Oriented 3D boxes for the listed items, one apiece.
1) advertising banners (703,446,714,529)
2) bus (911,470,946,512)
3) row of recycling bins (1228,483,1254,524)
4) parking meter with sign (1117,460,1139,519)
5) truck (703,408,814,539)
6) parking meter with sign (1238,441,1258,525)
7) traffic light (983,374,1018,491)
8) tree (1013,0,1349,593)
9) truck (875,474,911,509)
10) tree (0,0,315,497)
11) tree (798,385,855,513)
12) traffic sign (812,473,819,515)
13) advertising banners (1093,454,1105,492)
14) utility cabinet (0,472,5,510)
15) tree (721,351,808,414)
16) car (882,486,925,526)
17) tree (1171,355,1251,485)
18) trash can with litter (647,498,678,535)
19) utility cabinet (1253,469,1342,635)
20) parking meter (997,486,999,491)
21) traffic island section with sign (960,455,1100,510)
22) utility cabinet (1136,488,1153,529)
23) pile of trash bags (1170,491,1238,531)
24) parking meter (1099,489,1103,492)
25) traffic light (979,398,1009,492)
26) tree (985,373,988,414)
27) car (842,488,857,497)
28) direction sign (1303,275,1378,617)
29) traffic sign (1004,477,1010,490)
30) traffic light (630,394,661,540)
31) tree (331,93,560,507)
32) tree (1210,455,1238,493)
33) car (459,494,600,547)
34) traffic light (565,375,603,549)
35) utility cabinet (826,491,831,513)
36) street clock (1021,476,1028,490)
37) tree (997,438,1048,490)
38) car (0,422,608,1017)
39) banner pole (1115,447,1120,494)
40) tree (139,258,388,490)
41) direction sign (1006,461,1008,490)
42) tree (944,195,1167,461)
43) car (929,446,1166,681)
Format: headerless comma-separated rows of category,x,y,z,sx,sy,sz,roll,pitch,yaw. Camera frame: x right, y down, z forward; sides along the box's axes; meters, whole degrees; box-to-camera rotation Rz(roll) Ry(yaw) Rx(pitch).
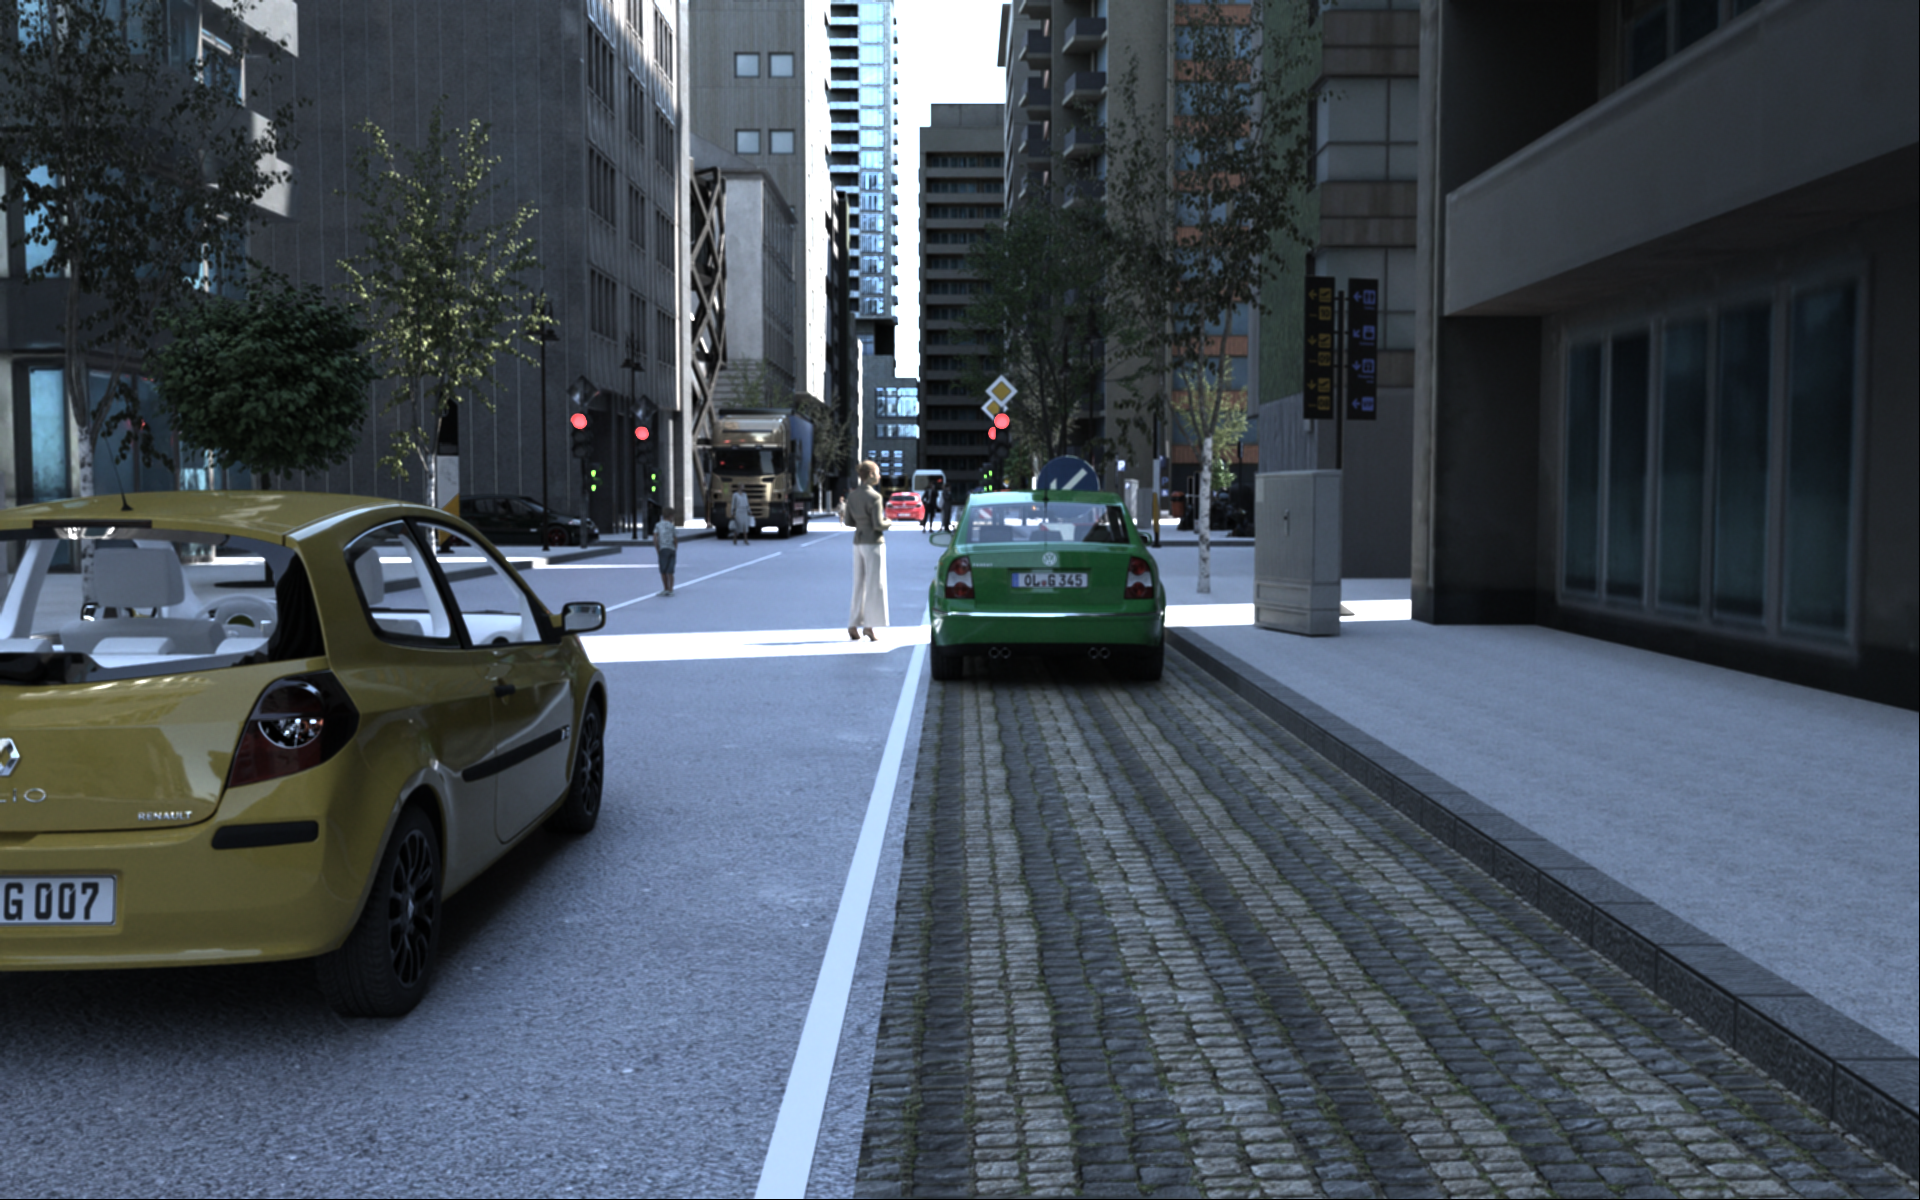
advertising banners,-9.380,-4.173,64.413,0.090,3.025,2.074,0,4,1
bus,-2.512,-8.841,139.411,2.948,3.499,13.247,0,4,-1
row of recycling bins,11.225,-3.619,66.282,1.069,1.692,3.534,2,4,29
parking meter with sign,8.946,-5.739,90.095,0.543,3.016,1.738,3,5,44
truck,-6.650,-4.281,58.911,2.839,4.237,11.283,0,4,0
parking meter with sign,10.073,-3.726,57.175,1.738,3.016,0.543,1,4,18
traffic light,0.956,-3.170,40.749,0.839,4.253,0.868,0,3,0
tree,3.068,-4.410,22.468,4.360,8.622,3.978,0,3,0
truck,-6.402,-10.596,169.165,3.469,3.379,9.791,0,4,0
tree,-9.539,-4.214,19.263,4.360,8.622,3.978,0,3,0
tree,-9.200,-10.168,116.602,4.360,8.622,3.978,0,3,0
traffic sign,-8.988,-6.446,105.504,0.768,2.556,0.104,0,4,1
advertising banners,5.948,-4.805,74.745,0.090,3.025,2.074,-1,4,-13
utility cabinet,-9.634,-0.496,16.794,0.318,1.500,1.173,-1,4,-10
tree,-10.339,-8.531,89.836,4.737,8.622,4.395,0,3,0
car,-2.494,-4.278,78.982,2.155,1.783,4.494,0,4,-1
tree,13.121,-8.567,90.434,4.737,8.622,4.395,0,3,0
trash can with litter,-9.363,-2.609,54.037,1.055,1.170,0.624,-1,4,-22
utility cabinet,3.106,-0.451,16.049,0.318,1.500,1.173,-1,4,-16
parking meter,2.615,-6.623,113.992,0.399,1.863,0.255,0,4,1
traffic island section with sign,1.005,-0.612,18.639,1.989,1.847,2.006,0,3,0
utility cabinet,6.794,-3.378,63.908,0.318,1.500,1.173,1,4,21
pile of trash bags,8.477,-3.143,61.147,1.912,1.369,3.447,3,5,39
parking meter,6.798,-4.675,84.852,0.372,1.533,0.369,0,3,0
traffic light,0.955,-3.658,48.734,0.839,4.253,0.868,0,3,0
tree,3.114,-7.128,66.911,4.360,8.622,3.978,0,3,0
car,-6.298,-6.145,109.137,2.281,1.827,5.304,0,4,-2
direction sign,3.986,-1.602,18.189,0.876,3.537,0.379,-1,4,-21
traffic sign,2.668,-5.969,98.780,0.795,2.450,0.064,0,4,7
traffic light,-8.856,-3.657,48.717,0.839,4.253,0.868,0,3,0
tree,-9.968,-5.047,32.875,4.737,8.622,4.395,0,3,0
tree,12.528,-5.501,84.538,1.663,3.219,1.824,0,3,0
car,-11.463,-2.135,44.698,4.222,1.686,2.009,0,4,-1
traffic light,-8.855,-3.169,40.732,0.839,4.253,0.868,0,3,0
utility cabinet,-8.779,-6.542,115.641,0.318,1.500,1.173,0,4,-3
street clock,2.628,-4.048,70.757,0.358,2.002,0.471,1,4,13
tree,3.683,-6.605,91.713,4.285,4.588,4.351,0,3,0
car,-2.373,0.249,6.156,2.015,1.641,3.980,0,4,-1
banner pole,8.403,-6.265,92.448,0.401,3.779,0.863,-1,4,-10
tree,-9.705,-2.487,24.369,4.285,4.588,4.351,0,3,0
direction sign,3.030,-7.246,110.463,0.379,3.537,0.876,1,4,16
tree,3.280,-8.162,59.205,9.928,11.665,9.643,0,3,0
car,0.694,-0.356,14.618,1.959,1.807,4.718,0,4,1
